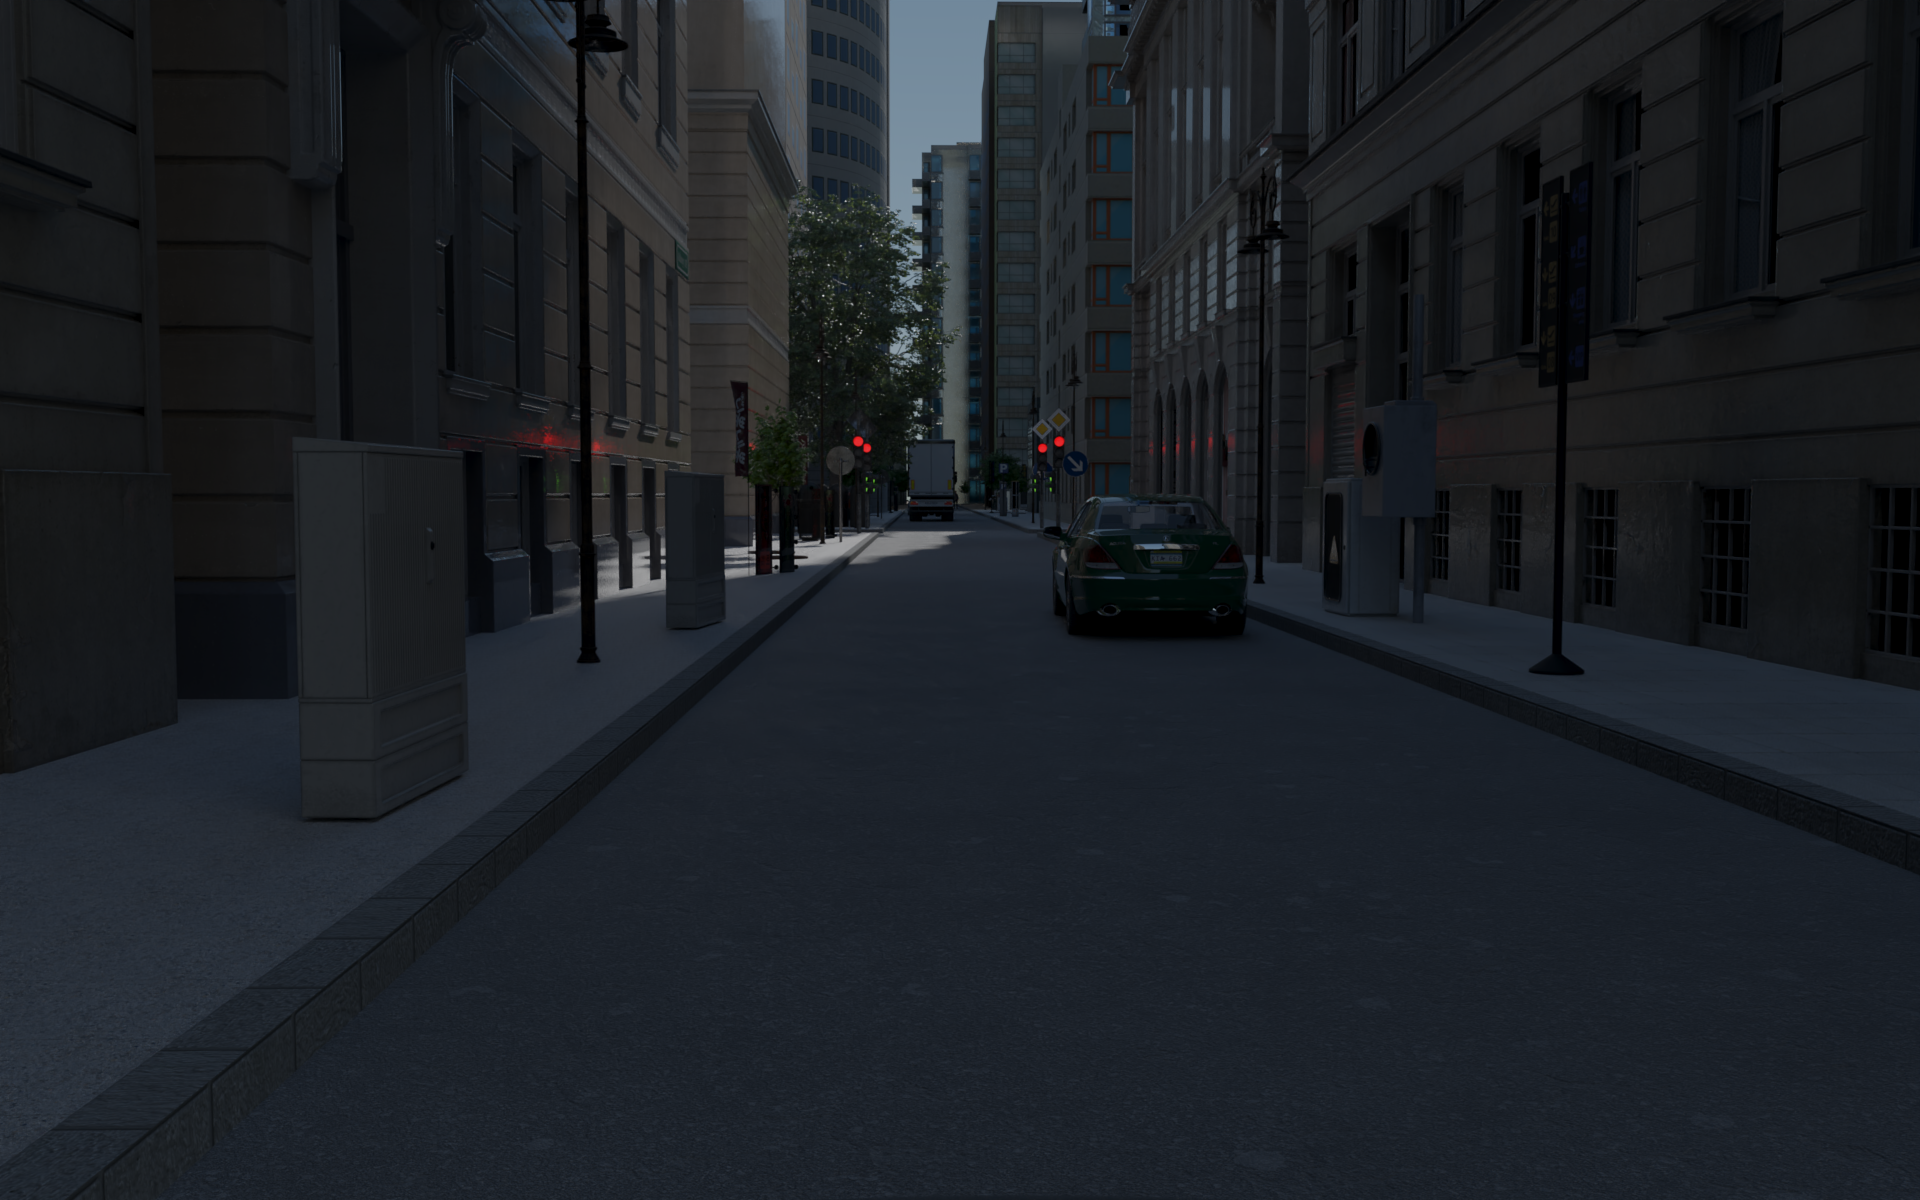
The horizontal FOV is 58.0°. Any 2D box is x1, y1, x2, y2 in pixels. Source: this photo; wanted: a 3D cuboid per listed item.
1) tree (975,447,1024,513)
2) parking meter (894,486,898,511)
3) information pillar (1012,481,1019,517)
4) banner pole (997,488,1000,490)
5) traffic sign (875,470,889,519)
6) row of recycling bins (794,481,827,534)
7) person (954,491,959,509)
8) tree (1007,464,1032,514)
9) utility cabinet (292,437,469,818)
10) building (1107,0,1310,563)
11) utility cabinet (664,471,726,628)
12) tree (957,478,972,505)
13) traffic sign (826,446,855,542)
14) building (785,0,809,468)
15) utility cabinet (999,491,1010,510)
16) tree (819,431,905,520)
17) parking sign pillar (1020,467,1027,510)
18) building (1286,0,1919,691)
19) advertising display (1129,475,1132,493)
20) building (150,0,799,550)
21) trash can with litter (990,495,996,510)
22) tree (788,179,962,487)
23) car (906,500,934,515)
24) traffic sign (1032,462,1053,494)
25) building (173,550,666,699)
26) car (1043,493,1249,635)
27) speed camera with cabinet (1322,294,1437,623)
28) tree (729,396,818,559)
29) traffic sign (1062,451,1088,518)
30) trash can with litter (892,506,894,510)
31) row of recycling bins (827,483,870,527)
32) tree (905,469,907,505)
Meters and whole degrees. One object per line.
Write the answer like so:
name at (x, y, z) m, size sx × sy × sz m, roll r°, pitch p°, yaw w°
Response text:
tree at (2.750, -8.319, 119.724) m, size 4.285 × 4.588 × 4.351 m, roll 0°, pitch 3°, yaw 0°
parking meter at (-4.779, -7.561, 129.328) m, size 0.255 × 1.863 × 0.399 m, roll 1°, pitch 4°, yaw 16°
information pillar at (3.123, -5.706, 97.777) m, size 0.304 × 2.012 × 0.304 m, roll 2°, pitch 4°, yaw 28°
banner pole at (3.204, -8.859, 134.865) m, size 0.863 × 3.779 × 0.401 m, roll 2°, pitch 4°, yaw 30°
traffic sign at (-4.067, -5.478, 89.678) m, size 0.768 × 2.556 × 0.104 m, roll 0°, pitch 4°, yaw 7°
row of recycling bins at (-6.260, -3.023, 56.541) m, size 3.534 × 1.692 × 1.069 m, roll 0°, pitch 4°, yaw 6°
person at (-0.347, -9.512, 164.547) m, size 0.617 × 1.759 × 0.750 m, roll -1°, pitch 4°, yaw -16°
tree at (3.745, -7.185, 112.073) m, size 1.663 × 3.219 × 1.824 m, roll 0°, pitch 3°, yaw 0°
utility cabinet at (-2.396, 0.085, 7.289) m, size 0.318 × 1.500 × 1.173 m, roll 0°, pitch 4°, yaw 2°
building at (11.527, -12.316, 43.173) m, size 13.314 × 21.916 × 24.055 m, roll 0°, pitch 4°, yaw -1°
utility cabinet at (-2.557, -0.500, 16.859) m, size 0.318 × 1.500 × 1.173 m, roll 0°, pitch 4°, yaw 6°
tree at (0.602, -12.990, 206.982) m, size 1.663 × 3.219 × 1.824 m, roll 0°, pitch 3°, yaw 0°
traffic sign at (-3.174, -2.809, 46.038) m, size 0.768 × 2.556 × 0.104 m, roll 0°, pitch 3°, yaw 0°
building at (-14.859, -26.559, 84.348) m, size 14.600 × 45.320 × 14.200 m, roll 0°, pitch 4°, yaw -1°
utility cabinet at (3.495, -7.995, 139.393) m, size 0.318 × 1.500 × 1.173 m, roll 3°, pitch 5°, yaw 42°
tree at (-5.325, -6.170, 84.596) m, size 4.285 × 4.588 × 4.351 m, roll 0°, pitch 3°, yaw 0°
parking sign pillar at (5.453, -9.081, 136.945) m, size 1.447 × 3.967 × 1.447 m, roll 2°, pitch 4°, yaw 29°
building at (13.386, -11.103, 14.820) m, size 16.112 × 22.955 × 30.059 m, roll 0°, pitch 4°, yaw -1°
advertising display at (6.074, -3.182, 57.236) m, size 0.974 × 1.923 × 0.123 m, roll 1°, pitch 4°, yaw 14°
building at (-14.908, -16.015, 47.745) m, size 20.117 × 28.700 × 13.634 m, roll 0°, pitch 4°, yaw -1°
trash can with litter at (2.878, -7.734, 137.844) m, size 0.624 × 1.170 × 1.055 m, roll 3°, pitch 5°, yaw 39°
tree at (-5.029, -10.052, 70.999) m, size 9.857 × 13.997 × 8.962 m, roll 0°, pitch 3°, yaw 0°
car at (-2.663, -6.462, 117.657) m, size 2.014 × 1.417 × 4.499 m, roll 0°, pitch 4°, yaw -3°
traffic sign at (3.135, -4.014, 65.727) m, size 0.768 × 2.556 × 0.104 m, roll 0°, pitch 4°, yaw 7°
building at (-10.612, -14.289, 19.535) m, size 13.634 × 28.700 × 20.117 m, roll 0°, pitch 4°, yaw -1°
car at (2.006, -0.445, 19.080) m, size 2.131 × 1.459 × 4.920 m, roll 0°, pitch 4°, yaw 0°
speed camera with cabinet at (4.316, -1.444, 17.947) m, size 0.660 × 3.252 × 2.038 m, roll 0°, pitch 4°, yaw -4°
tree at (-3.518, -2.440, 34.499) m, size 1.663 × 3.219 × 1.824 m, roll 0°, pitch 3°, yaw 0°
traffic sign at (3.411, -3.127, 51.236) m, size 0.768 × 2.556 × 0.104 m, roll 0°, pitch 4°, yaw 5°
trash can with litter at (-5.671, -7.806, 139.008) m, size 1.055 × 1.170 × 0.624 m, roll -1°, pitch 4°, yaw -13°
row of recycling bins at (-5.054, -3.688, 67.411) m, size 3.534 × 1.692 × 1.069 m, roll 2°, pitch 4°, yaw 30°
tree at (-5.524, -7.252, 102.282) m, size 4.285 × 4.588 × 4.351 m, roll 0°, pitch 3°, yaw 0°
